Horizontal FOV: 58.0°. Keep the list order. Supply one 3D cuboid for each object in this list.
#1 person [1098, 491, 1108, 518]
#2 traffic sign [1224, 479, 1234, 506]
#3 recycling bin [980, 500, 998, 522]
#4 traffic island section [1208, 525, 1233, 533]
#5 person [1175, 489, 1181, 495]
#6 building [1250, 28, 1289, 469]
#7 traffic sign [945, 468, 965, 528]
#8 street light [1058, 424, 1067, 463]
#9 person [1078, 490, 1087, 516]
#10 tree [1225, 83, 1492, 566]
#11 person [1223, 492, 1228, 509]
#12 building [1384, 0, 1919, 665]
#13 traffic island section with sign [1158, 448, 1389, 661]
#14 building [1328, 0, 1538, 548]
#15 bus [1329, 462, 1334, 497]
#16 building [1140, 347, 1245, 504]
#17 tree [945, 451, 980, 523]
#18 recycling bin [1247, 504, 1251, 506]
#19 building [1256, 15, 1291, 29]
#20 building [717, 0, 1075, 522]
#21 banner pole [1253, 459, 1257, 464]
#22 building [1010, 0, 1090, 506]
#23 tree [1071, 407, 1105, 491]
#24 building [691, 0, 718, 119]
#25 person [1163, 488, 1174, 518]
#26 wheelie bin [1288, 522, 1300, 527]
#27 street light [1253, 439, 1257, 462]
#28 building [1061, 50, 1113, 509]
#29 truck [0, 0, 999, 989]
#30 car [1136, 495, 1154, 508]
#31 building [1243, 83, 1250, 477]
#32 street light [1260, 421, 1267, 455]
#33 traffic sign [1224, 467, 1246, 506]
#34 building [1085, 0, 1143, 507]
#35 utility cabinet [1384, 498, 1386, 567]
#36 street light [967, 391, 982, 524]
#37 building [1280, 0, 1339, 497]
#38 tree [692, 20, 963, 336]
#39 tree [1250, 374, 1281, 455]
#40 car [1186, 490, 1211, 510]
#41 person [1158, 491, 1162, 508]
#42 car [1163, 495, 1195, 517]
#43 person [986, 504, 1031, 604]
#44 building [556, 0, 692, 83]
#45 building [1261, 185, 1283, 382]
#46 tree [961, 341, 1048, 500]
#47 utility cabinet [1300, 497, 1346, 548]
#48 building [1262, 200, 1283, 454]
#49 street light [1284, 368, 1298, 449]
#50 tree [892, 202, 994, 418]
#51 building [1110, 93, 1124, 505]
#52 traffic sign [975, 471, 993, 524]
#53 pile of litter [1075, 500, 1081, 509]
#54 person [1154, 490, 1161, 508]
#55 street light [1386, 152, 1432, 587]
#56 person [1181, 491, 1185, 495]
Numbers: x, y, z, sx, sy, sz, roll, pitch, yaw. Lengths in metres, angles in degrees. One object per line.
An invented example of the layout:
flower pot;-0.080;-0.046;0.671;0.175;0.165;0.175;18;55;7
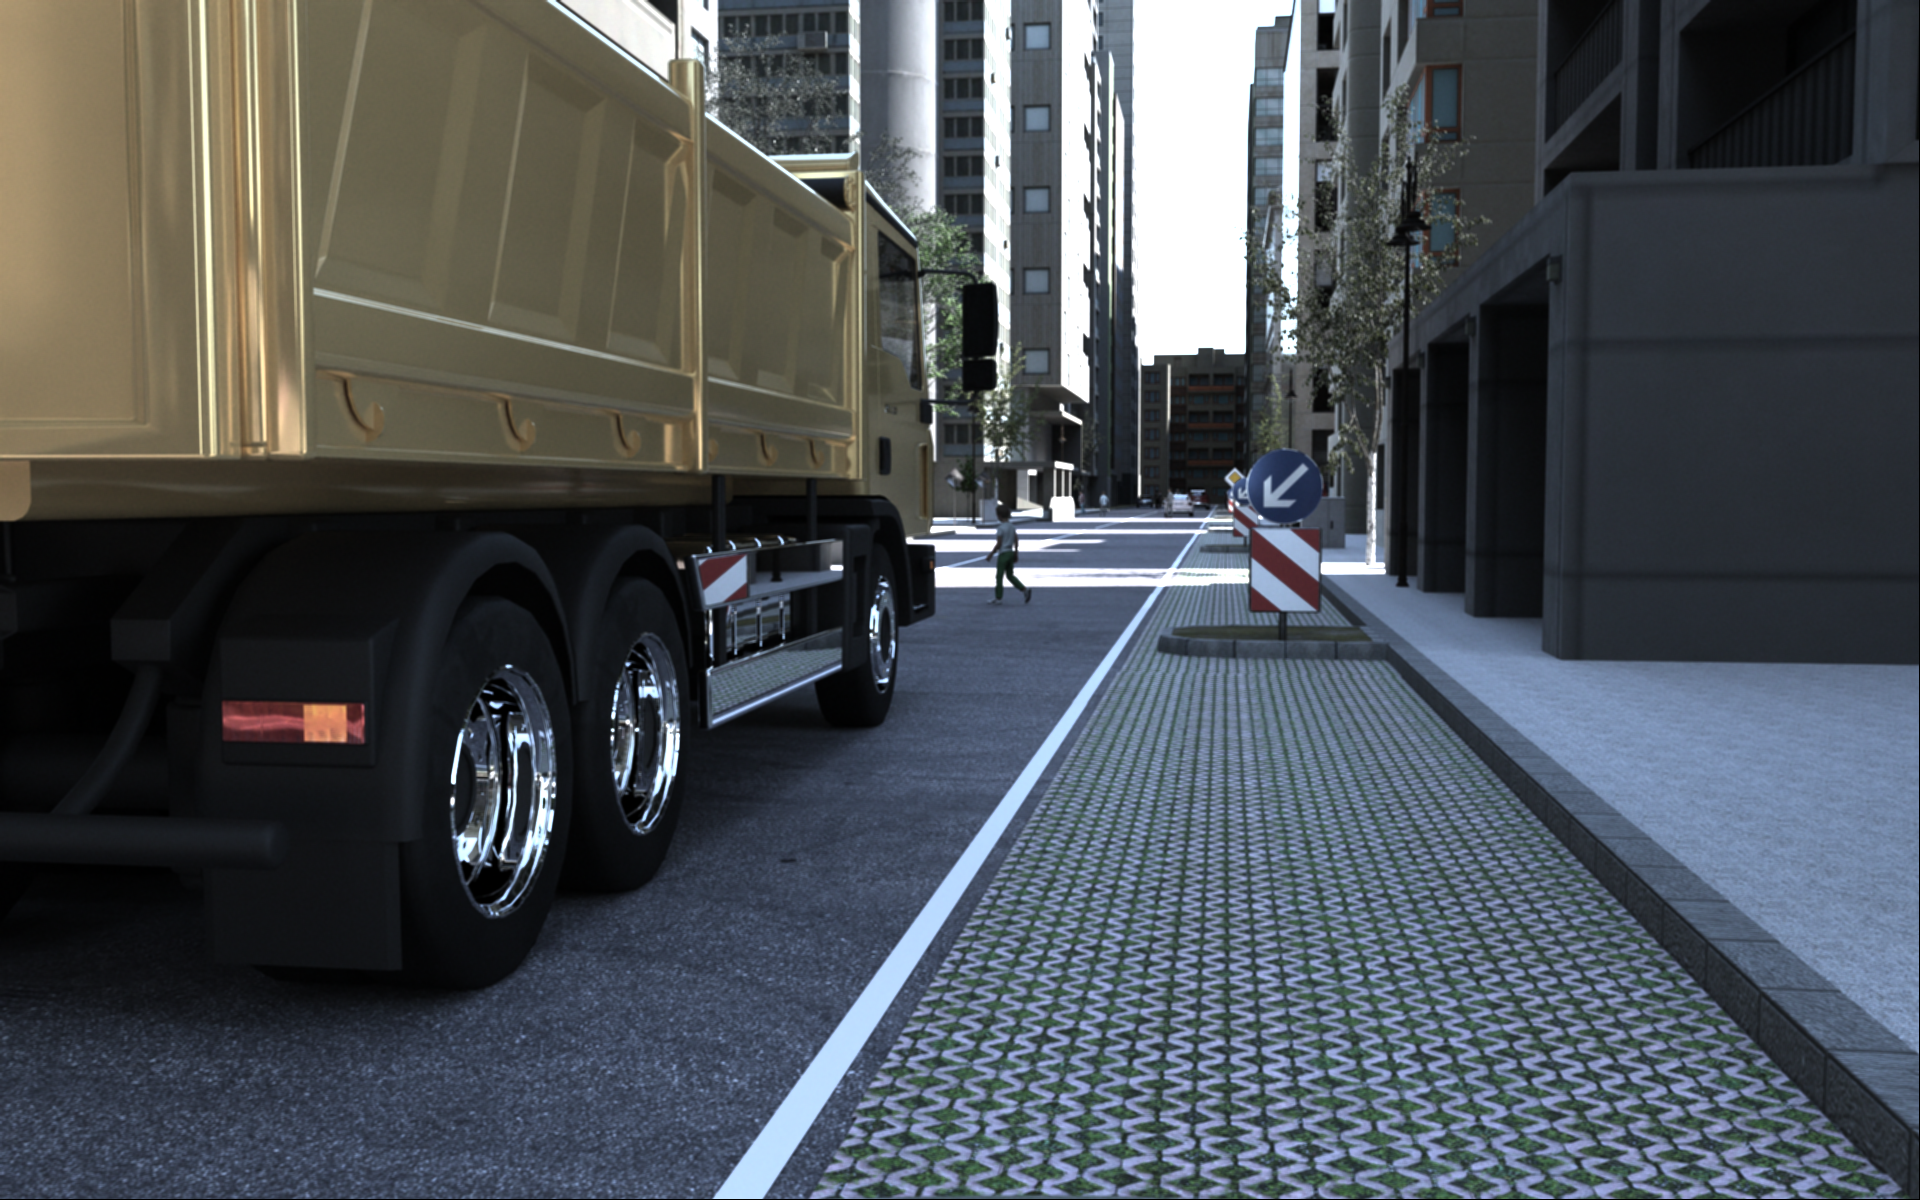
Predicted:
person;8.629;-5.745;104.236;0.589;1.601;0.330;-1;4;-14
traffic sign;11.478;-4.221;72.655;0.795;2.450;0.064;1;4;9
recycling bin;1.305;-4.063;78.983;0.722;1.027;0.722;-1;4;-10
traffic island section;10.297;-2.603;64.835;2.009;0.180;2.903;1;4;9
person;17.328;-7.940;138.192;0.514;1.842;0.818;-3;5;-41
building;33.247;-28.850;155.296;14.154;41.232;14.086;1;4;9
traffic sign;-0.198;-3.837;66.375;0.795;2.450;0.064;1;4;9
street light;6.704;-8.614;113.633;0.468;5.910;1.993;1;4;9
person;7.897;-6.259;111.672;0.643;1.720;0.563;0;4;-7
tree;7.106;-4.917;30.760;4.360;8.622;3.978;0;3;0
person;25.626;-9.617;167.212;0.415;1.643;0.593;0;4;-6
building;15.407;-35.223;14.142;20.563;71.187;20.611;1;4;9
traffic island section with sign;2.836;-0.443;15.864;1.989;1.847;2.006;1;4;9
building;25.095;-12.368;47.255;27.650;21.520;28.899;1;4;9
bus;21.167;-4.428;67.262;13.247;3.499;2.948;0;4;7
building;35.291;-24.351;243.185;28.899;21.520;27.650;1;4;9
tree;0.398;-5.059;77.318;1.663;3.219;1.824;0;3;0
recycling bin;23.146;-7.641;137.483;0.722;1.027;0.722;2;4;25
building;39.867;-33.540;172.080;21.300;48.544;21.600;1;4;9
building;-10.089;-24.829;97.831;32.217;40.220;23.993;1;4;9
banner pole;20.876;-8.114;122.686;0.401;3.779;0.863;2;4;24
building;-4.432;-33.114;130.657;28.713;52.752;27.495;1;4;9
tree;10.083;-11.970;146.077;4.360;8.622;3.978;0;3;0
building;-16.282;-23.026;60.073;14.086;41.232;14.154;1;4;9
person;12.417;-5.774;103.110;0.583;1.804;0.606;2;4;32
wheelie bin;11.431;-3.086;58.364;0.980;1.594;0.693;0;4;-7
street light;24.917;-10.608;146.234;0.468;5.910;1.993;1;4;9
building;6.252;-28.901;156.128;14.154;41.232;14.086;1;4;9
truck;-2.001;-0.785;8.760;3.469;3.379;9.791;1;4;9
car;19.575;-10.449;183.425;1.945;1.354;3.894;0;4;7
building;42.966;-34.918;194.610;21.300;48.544;21.600;1;4;9
street light;18.787;-8.217;107.131;0.468;5.910;1.993;1;4;9
traffic sign;10.272;-3.738;64.762;0.795;2.450;0.064;1;4;9
building;11.708;-47.477;214.493;20.611;71.187;20.563;1;4;9
utility cabinet;7.802;-1.149;29.947;0.306;1.237;1.020;-2;4;-30
street light;0.597;-6.223;74.526;0.468;5.910;1.993;1;4;9
building;32.217;-16.759;78.533;34.151;26.468;19.350;1;4;9
tree;-5.015;-8.235;45.017;12.009;13.543;11.850;0;3;0
tree;19.015;-9.252;101.632;4.737;8.622;4.395;0;3;0
car;21.697;-9.105;157.537;2.281;1.827;5.304;1;4;10
person;20.878;-10.570;182.124;0.742;1.727;0.445;2;4;32
car;14.124;-6.071;111.629;2.083;1.381;4.827;0;4;7
person;0.636;-0.602;22.590;0.590;1.304;0.306;1;4;19
building;-17.329;-24.485;24.024;21.300;48.544;21.600;1;4;9
building;29.608;-20.537;133.039;12.463;27.353;25.104;1;4;9
tree;1.953;-8.046;81.919;4.737;8.622;4.395;0;3;0
utility cabinet;8.592;-1.827;41.034;1.020;1.237;0.306;0;4;1
building;24.671;-16.082;112.088;9.793;20.994;18.267;1;4;9
street light;12.128;-5.557;63.644;0.468;5.910;1.993;1;4;9
tree;-2.407;-8.126;58.619;9.928;11.665;9.643;0;3;0
building;10.628;-33.079;190.953;14.600;45.320;14.200;1;4;9
traffic sign;1.008;-4.320;74.269;0.795;2.450;0.064;1;4;9
pile of litter;9.910;-8.172;147.577;1.176;0.858;1.719;2;4;29
person;19.692;-10.053;172.879;0.705;1.823;1.348;-1;4;-23
street light;6.140;-3.123;23.855;0.468;5.910;1.993;1;4;9
person;24.790;-11.222;191.988;0.705;1.823;1.348;3;5;44
